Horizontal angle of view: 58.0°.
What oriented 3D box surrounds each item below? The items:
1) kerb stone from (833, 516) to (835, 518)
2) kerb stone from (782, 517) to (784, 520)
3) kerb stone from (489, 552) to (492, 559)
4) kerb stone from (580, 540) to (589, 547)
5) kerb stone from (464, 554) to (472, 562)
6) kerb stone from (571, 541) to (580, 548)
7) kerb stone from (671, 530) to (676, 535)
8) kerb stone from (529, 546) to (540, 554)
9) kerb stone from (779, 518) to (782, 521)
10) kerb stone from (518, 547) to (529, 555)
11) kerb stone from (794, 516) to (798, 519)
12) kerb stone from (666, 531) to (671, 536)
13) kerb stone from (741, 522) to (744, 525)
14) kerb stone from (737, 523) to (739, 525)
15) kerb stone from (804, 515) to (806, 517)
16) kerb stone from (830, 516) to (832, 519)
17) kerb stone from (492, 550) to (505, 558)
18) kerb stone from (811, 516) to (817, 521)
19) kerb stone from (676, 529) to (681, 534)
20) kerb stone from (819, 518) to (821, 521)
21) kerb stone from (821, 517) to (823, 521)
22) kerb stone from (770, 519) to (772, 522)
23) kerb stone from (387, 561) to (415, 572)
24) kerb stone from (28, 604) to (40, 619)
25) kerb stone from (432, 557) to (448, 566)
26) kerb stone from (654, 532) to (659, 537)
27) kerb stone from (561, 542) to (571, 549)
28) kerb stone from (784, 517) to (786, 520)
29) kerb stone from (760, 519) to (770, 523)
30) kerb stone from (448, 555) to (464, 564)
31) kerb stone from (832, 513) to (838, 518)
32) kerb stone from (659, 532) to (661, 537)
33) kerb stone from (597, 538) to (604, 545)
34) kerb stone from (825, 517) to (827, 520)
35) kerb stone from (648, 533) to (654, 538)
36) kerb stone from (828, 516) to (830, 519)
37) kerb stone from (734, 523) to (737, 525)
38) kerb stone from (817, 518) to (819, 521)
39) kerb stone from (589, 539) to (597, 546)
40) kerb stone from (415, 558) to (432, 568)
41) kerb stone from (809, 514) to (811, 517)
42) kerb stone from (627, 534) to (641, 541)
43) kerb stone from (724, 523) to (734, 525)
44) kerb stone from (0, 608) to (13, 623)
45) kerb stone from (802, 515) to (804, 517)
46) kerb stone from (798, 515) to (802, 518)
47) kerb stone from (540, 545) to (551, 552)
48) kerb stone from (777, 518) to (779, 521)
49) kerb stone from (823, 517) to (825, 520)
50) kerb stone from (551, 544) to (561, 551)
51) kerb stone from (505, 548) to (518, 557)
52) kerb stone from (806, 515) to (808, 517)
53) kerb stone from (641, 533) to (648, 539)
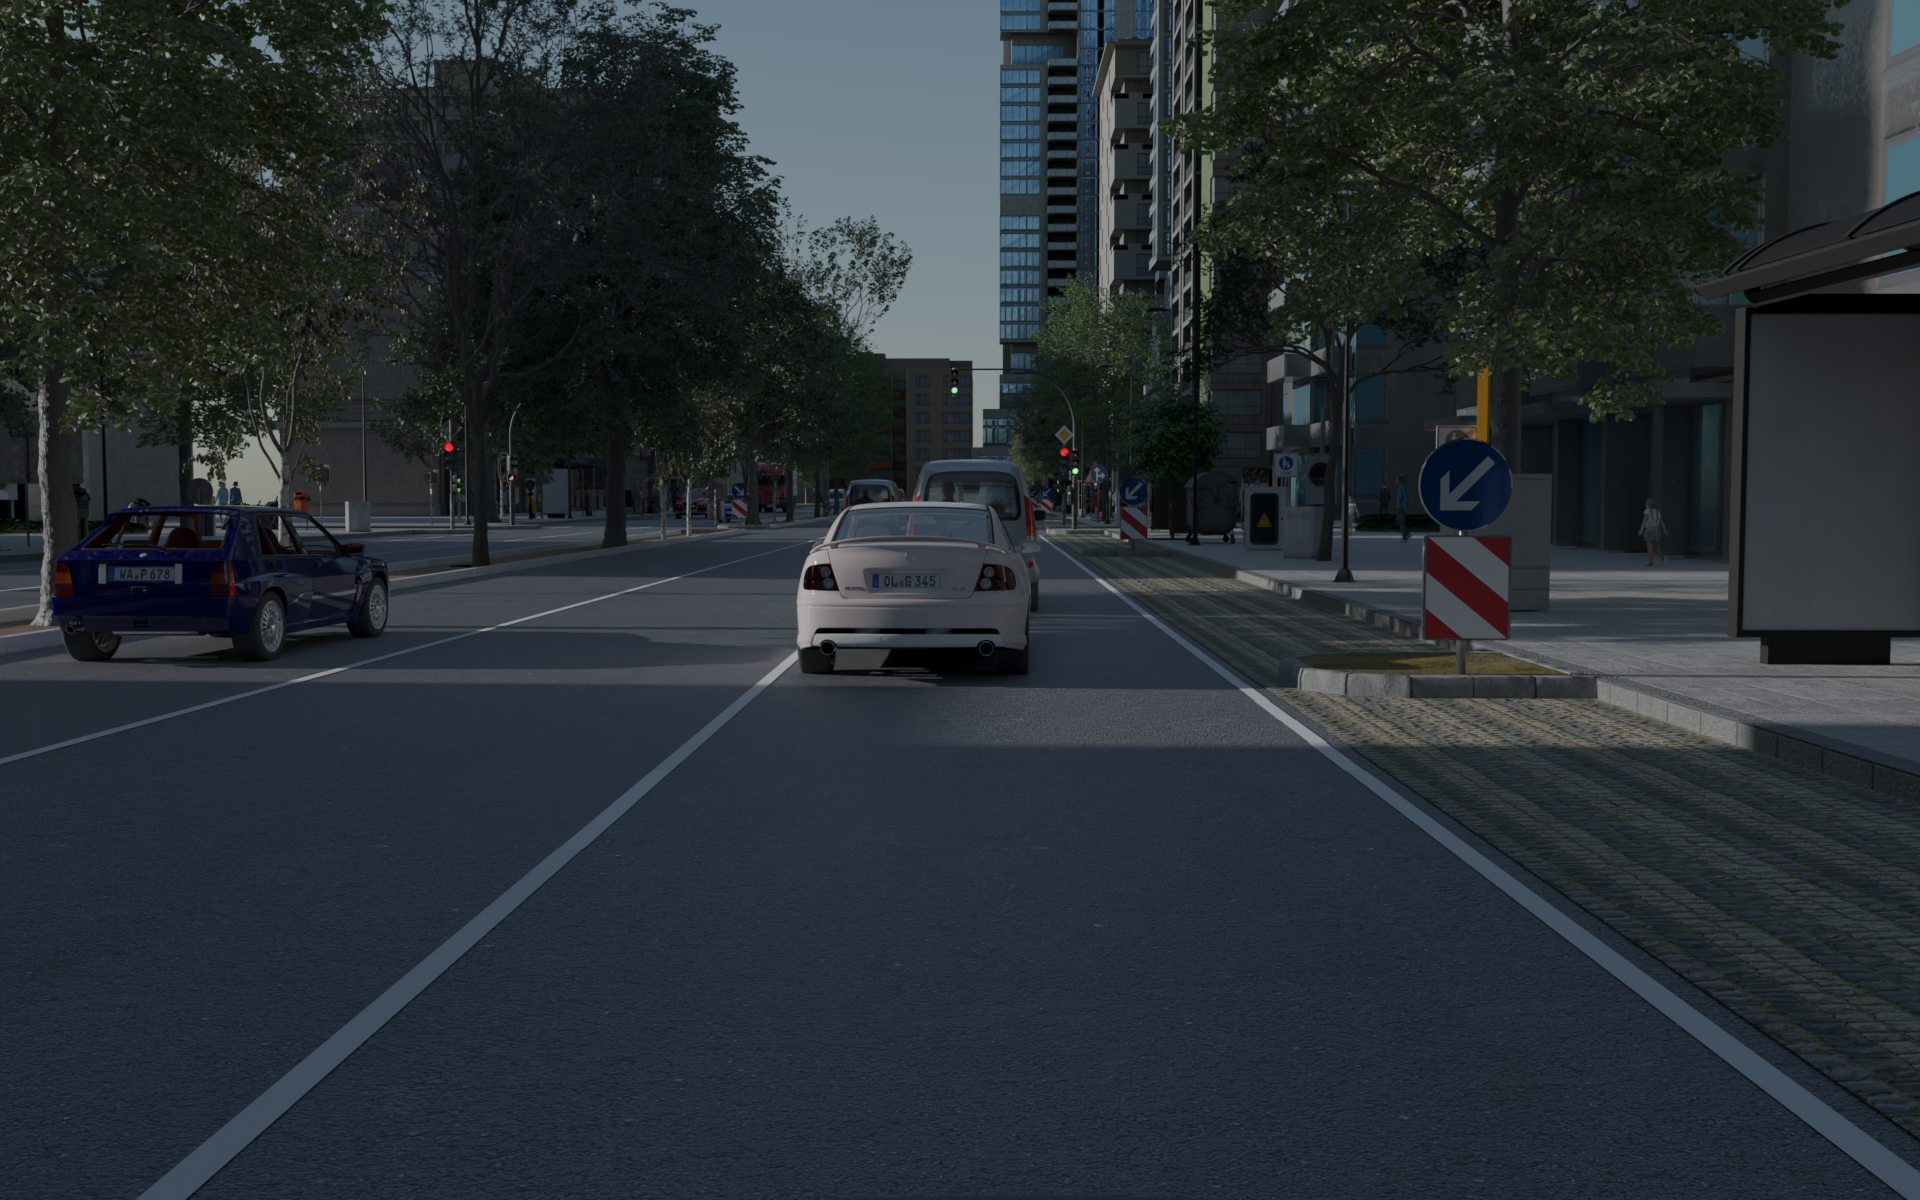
[{"bbox_3d":[-7.449,-4.736,99.633,0.120,0.150,1.000,0,4,1],"label":"kerb stone"},{"bbox_3d":[-9.657,-4.295,92.411,0.120,0.150,1.000,0,4,1],"label":"kerb stone"},{"bbox_3d":[-10.413,-0.942,37.603,0.120,0.150,1.000,0,4,1],"label":"kerb stone"},{"bbox_3d":[-10.278,-1.507,46.837,0.120,0.150,1.000,0,4,1],"label":"kerb stone"},{"bbox_3d":[-10.431,-0.880,36.577,0.120,0.150,1.000,0,4,1],"label":"kerb stone"},{"bbox_3d":[-10.299,-1.444,45.814,0.120,0.150,1.000,0,4,1],"label":"kerb stone"},{"bbox_3d":[-10.103,-2.318,60.162,0.120,0.150,1.000,0,4,1],"label":"kerb stone"},{"bbox_3d":[-10.356,-1.190,41.711,0.120,0.150,1.000,0,4,1],"label":"kerb stone"},{"bbox_3d":[-9.667,-4.232,91.388,0.120,0.150,1.000,0,4,1],"label":"kerb stone"},{"bbox_3d":[-10.372,-1.131,40.689,0.120,0.150,1.000,0,4,1],"label":"kerb stone"},{"bbox_3d":[-9.554,-4.734,99.589,0.120,0.150,1.000,0,4,1],"label":"kerb stone"},{"bbox_3d":[-10.113,-2.257,59.140,0.120,0.150,1.000,0,4,1],"label":"kerb stone"},{"bbox_3d":[-9.868,-3.356,77.065,0.120,0.150,1.000,0,4,1],"label":"kerb stone"},{"bbox_3d":[-9.881,-3.293,76.043,0.120,0.150,1.000,0,4,1],"label":"kerb stone"},{"bbox_3d":[-9.494,-4.984,103.691,0.120,0.150,1.000,0,4,1],"label":"kerb stone"},{"bbox_3d":[-7.474,-4.609,97.579,0.120,0.150,1.000,0,4,1],"label":"kerb stone"},{"bbox_3d":[-10.404,-1.001,38.644,0.120,0.150,1.000,0,4,1],"label":"kerb stone"},{"bbox_3d":[-7.592,-4.105,89.372,0.120,0.150,1.000,0,4,1],"label":"kerb stone"},{"bbox_3d":[-10.088,-2.386,61.199,0.120,0.150,1.000,0,4,1],"label":"kerb stone"},{"bbox_3d":[-7.561,-4.235,91.431,0.120,0.150,1.000,0,4,1],"label":"kerb stone"},{"bbox_3d":[-7.552,-4.293,92.458,0.120,0.150,1.000,0,4,1],"label":"kerb stone"},{"bbox_3d":[-9.720,-3.981,87.299,0.120,0.150,1.000,0,4,1],"label":"kerb stone"},{"bbox_3d":[-10.483,-0.627,32.453,0.120,0.150,1.000,0,4,1],"label":"kerb stone"},{"bbox_3d":[-10.660,0.124,20.167,0.120,0.150,1.000,0,4,1],"label":"kerb stone"},{"bbox_3d":[-10.461,-0.753,34.515,0.120,0.150,1.000,0,4,1],"label":"kerb stone"},{"bbox_3d":[-10.146,-2.130,57.093,0.120,0.150,1.000,0,4,1],"label":"kerb stone"},{"bbox_3d":[-10.314,-1.376,44.781,0.120,0.150,1.000,0,4,1],"label":"kerb stone"},{"bbox_3d":[-9.639,-4.355,93.436,0.120,0.150,1.000,0,4,1],"label":"kerb stone"},{"bbox_3d":[-9.738,-3.919,86.277,0.120,0.150,1.000,0,4,1],"label":"kerb stone"},{"bbox_3d":[-10.439,-0.816,35.547,0.120,0.150,1.000,0,4,1],"label":"kerb stone"},{"bbox_3d":[-7.425,-4.858,101.688,0.120,0.150,1.000,0,4,1],"label":"kerb stone"},{"bbox_3d":[-10.127,-2.195,58.118,0.120,0.150,1.000,0,4,1],"label":"kerb stone"},{"bbox_3d":[-10.259,-1.632,48.881,0.120,0.150,1.000,0,4,1],"label":"kerb stone"},{"bbox_3d":[-7.524,-4.422,94.502,0.120,0.150,1.000,0,4,1],"label":"kerb stone"},{"bbox_3d":[-10.159,-2.070,56.069,0.120,0.150,1.000,0,4,1],"label":"kerb stone"},{"bbox_3d":[-7.488,-4.547,96.552,0.120,0.150,1.000,0,4,1],"label":"kerb stone"},{"bbox_3d":[-9.893,-3.231,75.021,0.120,0.150,1.000,0,4,1],"label":"kerb stone"},{"bbox_3d":[-7.576,-4.168,90.400,0.120,0.150,1.000,0,4,1],"label":"kerb stone"},{"bbox_3d":[-10.269,-1.570,47.859,0.120,0.150,1.000,0,4,1],"label":"kerb stone"},{"bbox_3d":[-10.478,-0.683,33.480,0.120,0.150,1.000,0,4,1],"label":"kerb stone"},{"bbox_3d":[-9.451,-5.173,106.767,0.120,0.150,1.000,0,4,1],"label":"kerb stone"},{"bbox_3d":[-10.186,-1.946,54.010,0.120,0.150,1.000,0,4,1],"label":"kerb stone"},{"bbox_3d":[-9.912,-3.168,73.999,0.120,0.150,1.000,0,4,1],"label":"kerb stone"},{"bbox_3d":[-10.667,0.191,19.144,0.120,0.150,1.000,0,4,1],"label":"kerb stone"},{"bbox_3d":[-9.510,-4.922,102.669,0.120,0.150,1.000,0,4,1],"label":"kerb stone"},{"bbox_3d":[-9.529,-4.859,101.644,0.120,0.150,1.000,0,4,1],"label":"kerb stone"},{"bbox_3d":[-10.341,-1.256,42.735,0.120,0.150,1.000,0,4,1],"label":"kerb stone"},{"bbox_3d":[-9.685,-4.169,90.366,0.120,0.150,1.000,0,4,1],"label":"kerb stone"},{"bbox_3d":[-7.533,-4.360,93.480,0.120,0.150,1.000,0,4,1],"label":"kerb stone"},{"bbox_3d":[-10.336,-1.319,43.757,0.120,0.150,1.000,0,4,1],"label":"kerb stone"},{"bbox_3d":[-10.378,-1.069,39.667,0.120,0.150,1.000,0,4,1],"label":"kerb stone"},{"bbox_3d":[-9.483,-5.047,104.717,0.120,0.150,1.000,0,4,1],"label":"kerb stone"},{"bbox_3d":[-10.170,-2.009,55.047,0.120,0.150,1.000,0,4,1],"label":"kerb stone"}]
